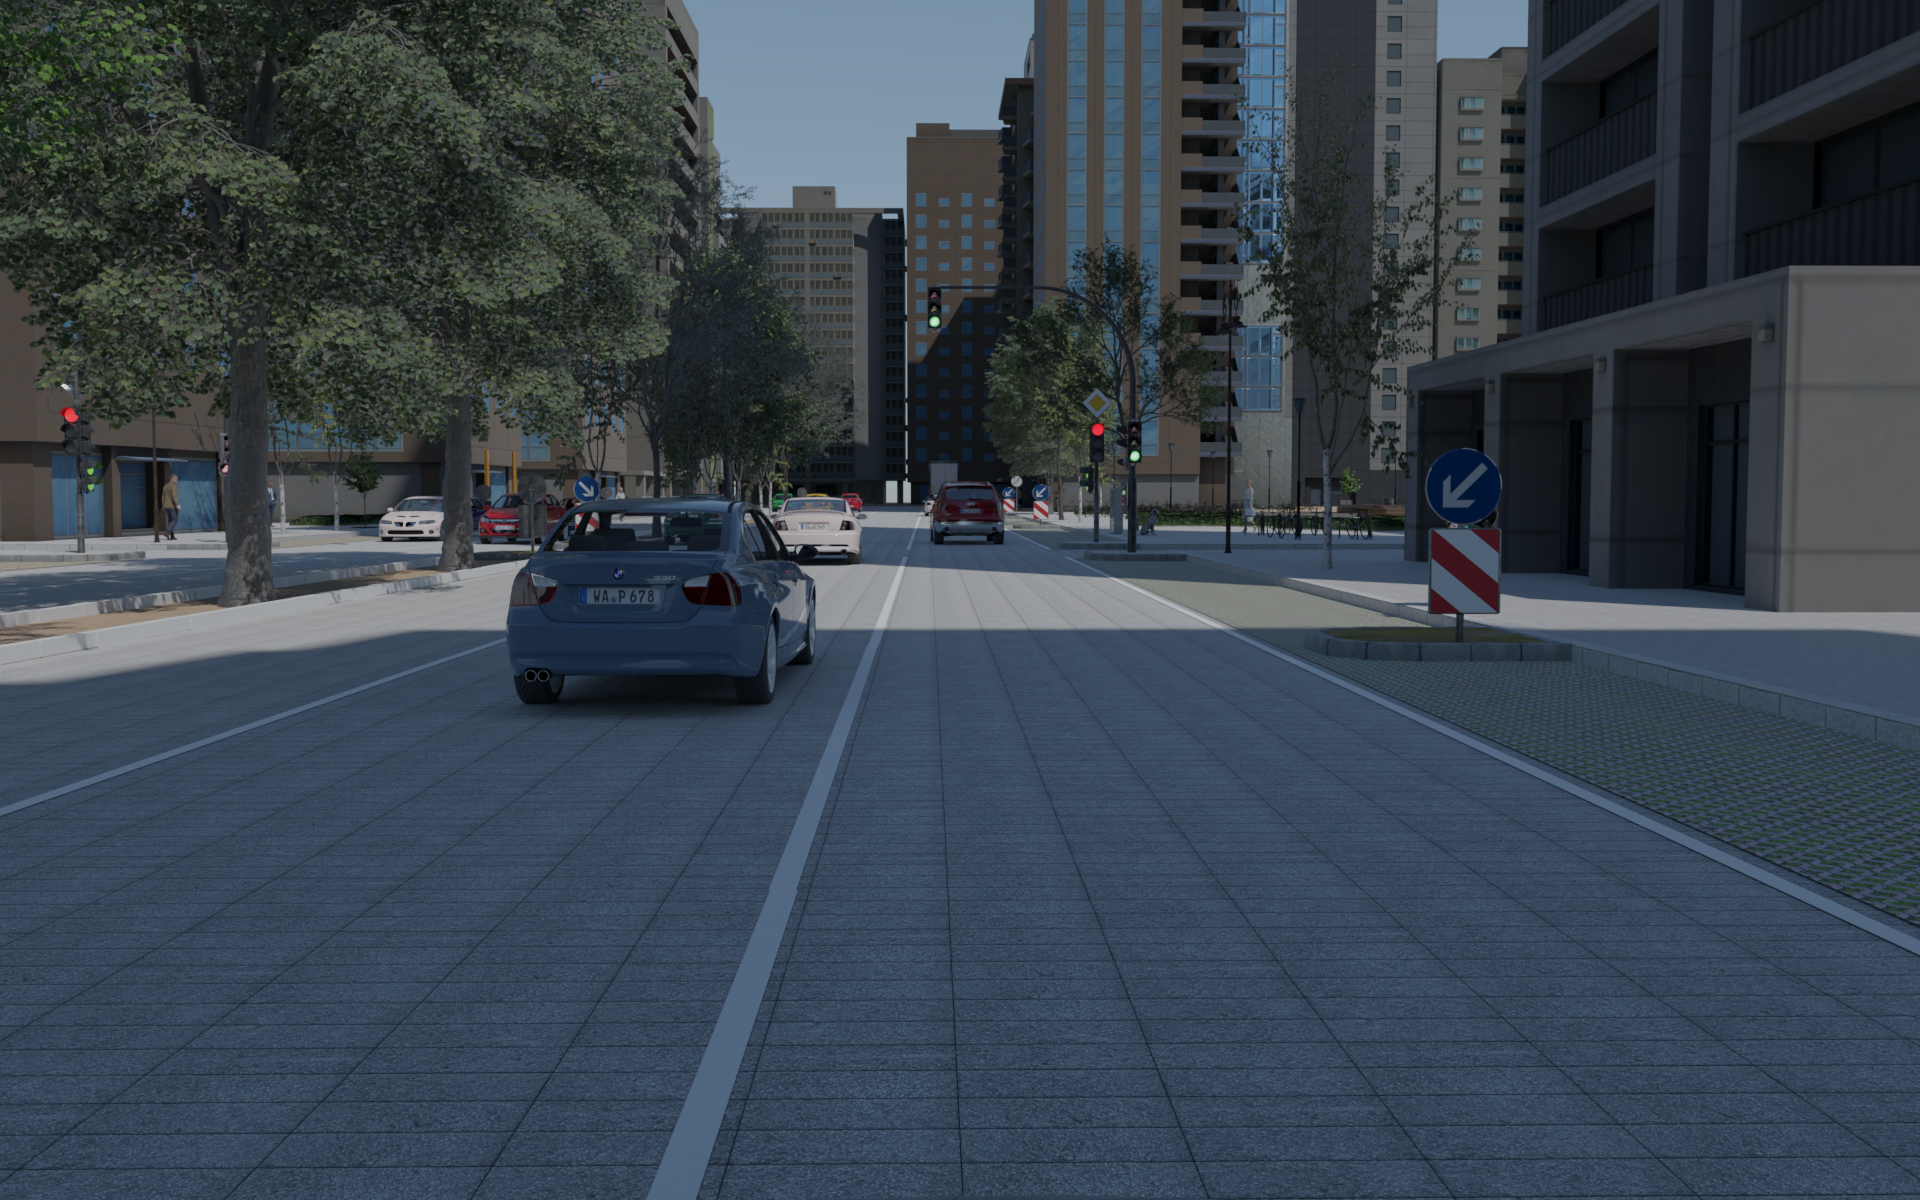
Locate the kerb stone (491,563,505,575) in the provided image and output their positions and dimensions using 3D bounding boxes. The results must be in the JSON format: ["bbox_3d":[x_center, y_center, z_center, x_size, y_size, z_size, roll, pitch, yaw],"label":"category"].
[{"bbox_3d":[-8.377,-0.540,31.018,0.120,0.150,1.000,0,4,-1],"label":"kerb stone"}]

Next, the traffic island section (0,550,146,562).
[{"bbox_3d":[-19.141,-0.943,37.700,2.009,0.180,2.903,0,4,-1],"label":"traffic island section"}]

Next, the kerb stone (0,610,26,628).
[{"bbox_3d":[-10.255,0.217,18.652,0.120,0.150,1.000,0,4,-1],"label":"kerb stone"}]

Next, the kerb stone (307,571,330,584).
[{"bbox_3d":[-10.422,-0.347,27.876,0.120,0.150,1.000,0,4,-1],"label":"kerb stone"}]

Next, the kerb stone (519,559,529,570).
[{"bbox_3d":[-8.419,-0.662,33.071,0.120,0.150,1.000,0,4,-1],"label":"kerb stone"}]

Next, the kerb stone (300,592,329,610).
[{"bbox_3d":[-8.208,0.025,21.800,0.120,0.150,1.000,0,4,-1],"label":"kerb stone"}]

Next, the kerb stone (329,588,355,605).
[{"bbox_3d":[-8.231,-0.039,22.826,0.120,0.150,1.000,0,4,-1],"label":"kerb stone"}]

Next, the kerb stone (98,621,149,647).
[{"bbox_3d":[-8.110,0.339,16.657,0.120,0.150,1.000,0,4,-1],"label":"kerb stone"}]

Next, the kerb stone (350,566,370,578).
[{"bbox_3d":[-10.458,-0.473,29.929,0.120,0.150,1.000,0,4,-1],"label":"kerb stone"}]

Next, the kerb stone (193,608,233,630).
[{"bbox_3d":[-8.147,0.214,18.709,0.120,0.150,1.000,0,4,-1],"label":"kerb stone"}]

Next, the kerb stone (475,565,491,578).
[{"bbox_3d":[-8.353,-0.470,29.997,0.120,0.150,1.000,0,4,-1],"label":"kerb stone"}]

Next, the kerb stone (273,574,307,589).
[{"bbox_3d":[-10.406,-0.285,26.852,0.120,0.150,1.000,0,4,-1],"label":"kerb stone"}]

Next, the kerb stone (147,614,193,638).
[{"bbox_3d":[-8.134,0.276,17.682,0.120,0.150,1.000,0,4,-1],"label":"kerb stone"}]

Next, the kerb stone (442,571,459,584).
[{"bbox_3d":[-8.323,-0.343,27.954,0.120,0.150,1.000,0,4,-1],"label":"kerb stone"}]

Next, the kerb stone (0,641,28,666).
[{"bbox_3d":[-8.080,0.464,14.602,0.120,0.150,1.000,0,4,-1],"label":"kerb stone"}]

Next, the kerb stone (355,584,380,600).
[{"bbox_3d":[-8.243,-0.099,23.855,0.120,0.150,1.000,0,4,-1],"label":"kerb stone"}]

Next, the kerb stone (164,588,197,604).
[{"bbox_3d":[-10.331,-0.031,22.762,0.120,0.150,1.000,0,4,-1],"label":"kerb stone"}]

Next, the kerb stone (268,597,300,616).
[{"bbox_3d":[-8.187,0.090,20.761,0.120,0.150,1.000,0,4,-1],"label":"kerb stone"}]

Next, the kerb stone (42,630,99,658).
[{"bbox_3d":[-8.100,0.401,15.635,0.120,0.150,1.000,0,4,-1],"label":"kerb stone"}]

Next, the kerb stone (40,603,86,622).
[{"bbox_3d":[-10.266,0.161,19.675,0.120,0.150,1.000,0,4,-1],"label":"kerb stone"}]

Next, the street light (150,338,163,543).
[{"bbox_3d":[-21.297,-4.463,45.757,0.468,5.910,1.993,0,4,-1],"label":"street light"}]

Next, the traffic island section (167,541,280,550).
[{"bbox_3d":[-19.287,-1.431,45.684,2.009,0.180,2.903,0,4,-1],"label":"traffic island section"}]

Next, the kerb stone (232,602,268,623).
[{"bbox_3d":[-8.169,0.151,19.731,0.120,0.150,1.000,0,4,-1],"label":"kerb stone"}]

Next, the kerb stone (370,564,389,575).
[{"bbox_3d":[-10.477,-0.532,30.959,0.120,0.150,1.000,0,4,-1],"label":"kerb stone"}]

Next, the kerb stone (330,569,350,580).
[{"bbox_3d":[-10.445,-0.410,28.897,0.120,0.150,1.000,0,4,-1],"label":"kerb stone"}]

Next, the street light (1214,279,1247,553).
[{"bbox_3d":[5.819,-3.953,37.420,0.468,5.910,1.993,0,4,-1],"label":"street light"}]

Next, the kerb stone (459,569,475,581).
[{"bbox_3d":[-8.342,-0.415,28.975,0.120,0.150,1.000,0,4,-1],"label":"kerb stone"}]

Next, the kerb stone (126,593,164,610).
[{"bbox_3d":[-10.306,0.028,21.736,0.120,0.150,1.000,0,4,-1],"label":"kerb stone"}]

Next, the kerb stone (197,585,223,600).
[{"bbox_3d":[-10.342,-0.097,23.786,0.120,0.150,1.000,0,4,-1],"label":"kerb stone"}]

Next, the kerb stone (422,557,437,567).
[{"bbox_3d":[-10.531,-0.724,34.034,0.120,0.150,1.000,0,4,-1],"label":"kerb stone"}]

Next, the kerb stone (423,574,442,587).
[{"bbox_3d":[-8.303,-0.289,26.927,0.120,0.150,1.000,0,4,-1],"label":"kerb stone"}]

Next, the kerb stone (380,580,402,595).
[{"bbox_3d":[-8.264,-0.164,24.880,0.120,0.150,1.000,0,4,-1],"label":"kerb stone"}]

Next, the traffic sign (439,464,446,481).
[{"bbox_3d":[-21.446,-4.433,72.580,0.768,2.556,0.104,0,4,4],"label":"traffic sign"}]

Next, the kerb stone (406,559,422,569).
[{"bbox_3d":[-10.511,-0.661,33.008,0.120,0.150,1.000,0,4,-1],"label":"kerb stone"}]

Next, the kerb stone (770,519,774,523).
[{"bbox_3d":[-9.420,-4.021,87.931,0.120,0.150,1.000,0,4,-1],"label":"kerb stone"}]

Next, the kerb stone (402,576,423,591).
[{"bbox_3d":[-8.281,-0.227,25.906,0.120,0.150,1.000,0,4,-1],"label":"kerb stone"}]

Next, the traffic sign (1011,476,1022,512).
[{"bbox_3d":[3.956,-7.396,121.023,0.768,2.556,0.104,0,4,4],"label":"traffic sign"}]

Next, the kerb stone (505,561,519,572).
[{"bbox_3d":[-8.395,-0.603,32.049,0.120,0.150,1.000,0,4,-1],"label":"kerb stone"}]

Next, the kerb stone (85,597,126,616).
[{"bbox_3d":[-10.289,0.092,20.699,0.120,0.150,1.000,0,4,-1],"label":"kerb stone"}]

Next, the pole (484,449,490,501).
[{"bbox_3d":[-21.637,-5.225,79.264,0.158,3.312,0.155,0,3,0],"label":"pole"}]

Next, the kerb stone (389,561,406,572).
[{"bbox_3d":[-10.493,-0.599,31.986,0.120,0.150,1.000,0,4,-1],"label":"kerb stone"}]

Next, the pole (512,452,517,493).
[{"bbox_3d":[-21.464,-5.480,83.439,0.158,3.312,0.155,0,3,0],"label":"pole"}]

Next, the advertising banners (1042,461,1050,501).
[{"bbox_3d":[4.581,-5.883,92.379,0.090,3.025,2.074,-1,4,-9],"label":"advertising banners"}]
